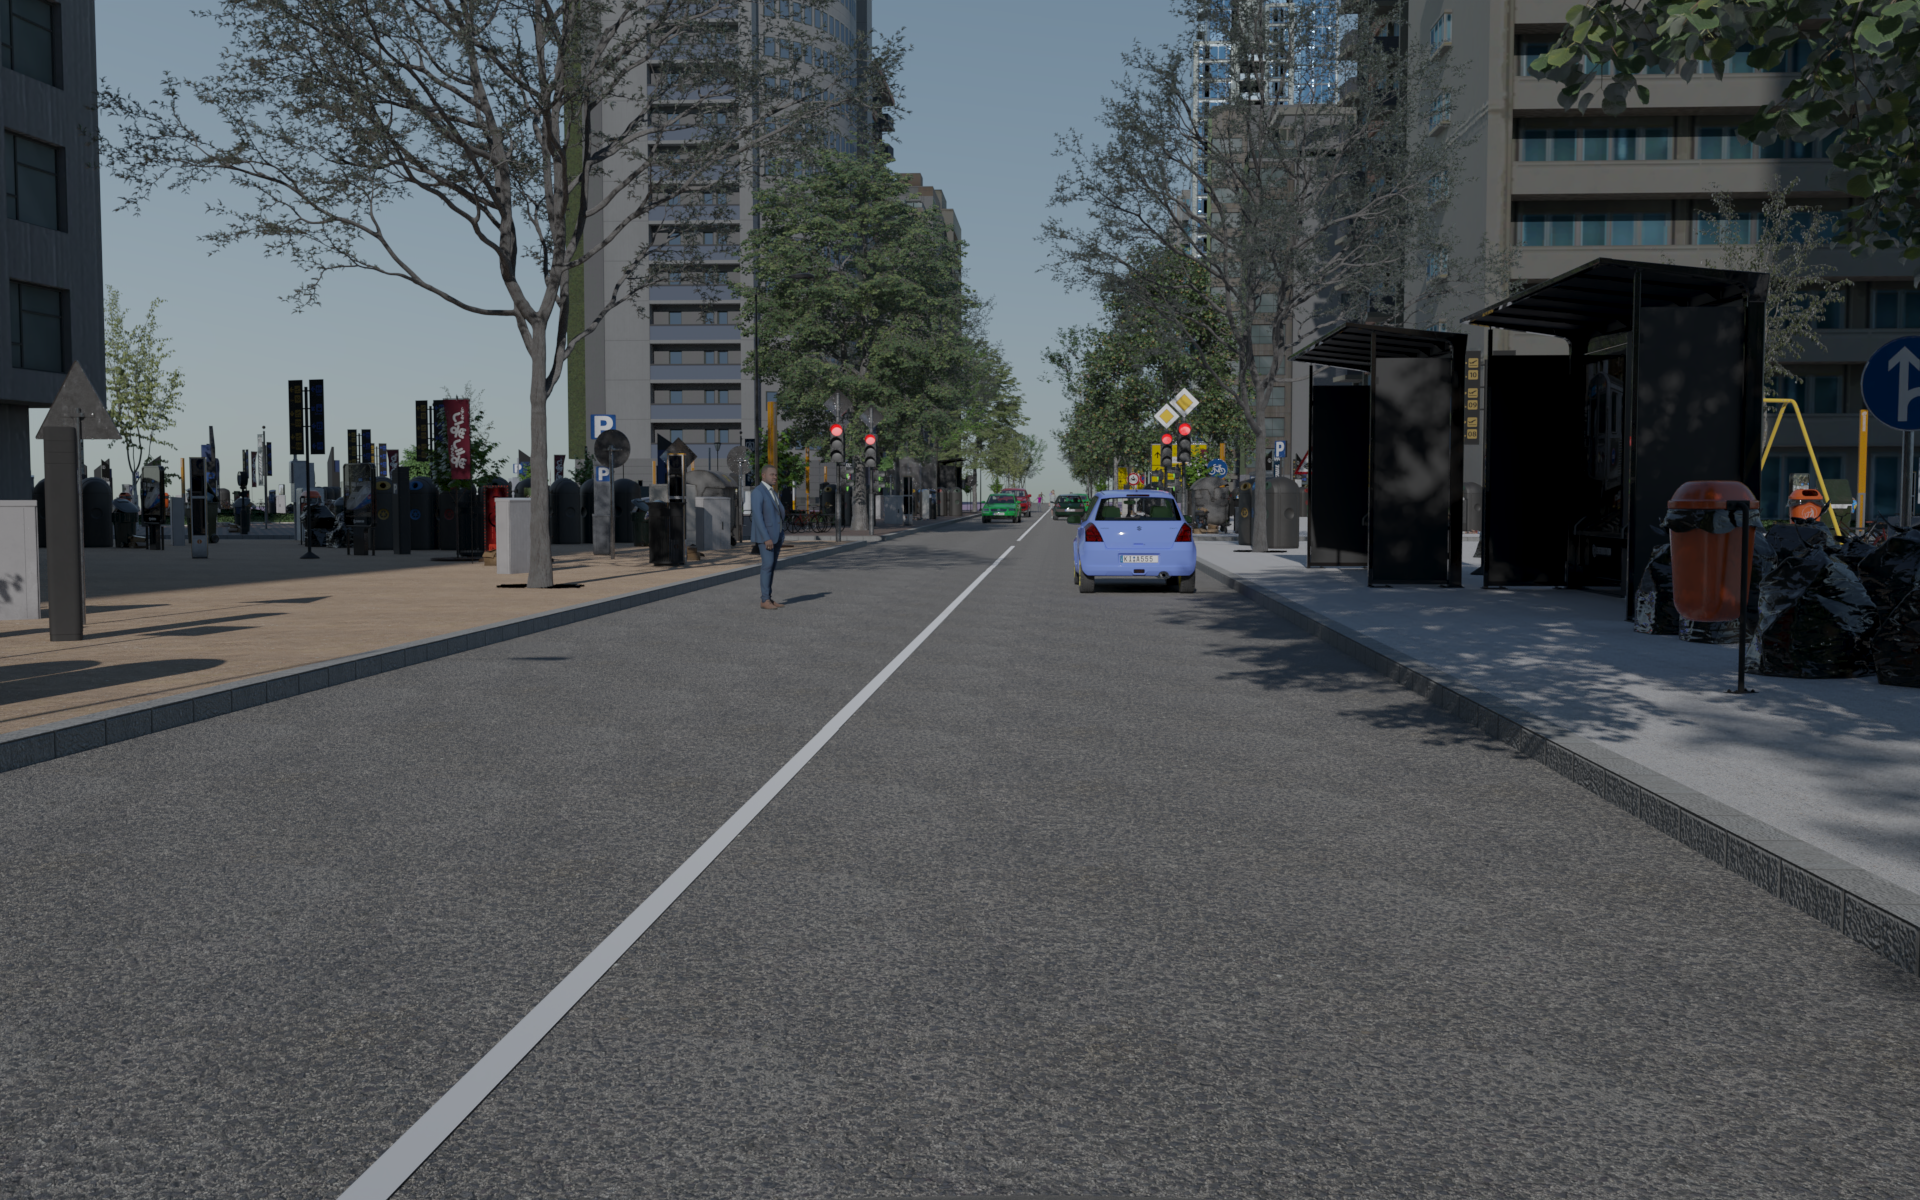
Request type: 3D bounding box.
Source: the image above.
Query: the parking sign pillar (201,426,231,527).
[{"bbox_3d":[-29.353,-4.847,67.727,1.447,3.967,1.447,-2,4,-26],"label":"parking sign pillar"}]

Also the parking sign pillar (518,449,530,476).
[{"bbox_3d":[-25.906,-7.093,104.439,1.447,3.967,1.447,-2,4,-31],"label":"parking sign pillar"}]

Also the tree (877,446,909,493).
[{"bbox_3d":[-4.092,-8.048,115.297,4.285,4.588,4.351,0,3,0],"label":"tree"}]

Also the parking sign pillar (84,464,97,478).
[{"bbox_3d":[-57.201,-7.562,112.107,1.447,3.967,1.447,0,4,3],"label":"parking sign pillar"}]

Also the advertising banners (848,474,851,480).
[{"bbox_3d":[-8.068,-7.203,113.963,2.074,3.025,0.090,1,4,20],"label":"advertising banners"}]

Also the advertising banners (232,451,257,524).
[{"bbox_3d":[-28.846,-4.511,69.948,0.090,3.025,2.074,0,4,5],"label":"advertising banners"}]

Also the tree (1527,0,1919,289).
[{"bbox_3d":[4.927,-6.062,5.764,9.857,13.997,8.962,0,3,0],"label":"tree"}]

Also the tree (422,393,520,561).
[{"bbox_3d":[-9.681,-2.362,33.225,1.663,3.219,1.824,0,3,0],"label":"tree"}]

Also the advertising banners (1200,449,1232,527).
[{"bbox_3d":[10.022,-4.384,67.872,0.090,3.025,2.074,3,5,44],"label":"advertising banners"}]

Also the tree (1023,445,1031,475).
[{"bbox_3d":[6.151,-15.550,204.604,4.737,8.622,4.395,0,3,0],"label":"tree"}]

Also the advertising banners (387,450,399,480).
[{"bbox_3d":[-21.322,-4.352,67.340,2.074,3.025,0.090,1,4,12],"label":"advertising banners"}]

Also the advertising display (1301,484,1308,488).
[{"bbox_3d":[22.867,-6.689,114.572,0.974,1.923,0.123,-1,4,-23],"label":"advertising display"}]

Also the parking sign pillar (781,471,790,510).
[{"bbox_3d":[-9.186,-6.014,86.800,1.447,3.967,1.447,-3,4,-36],"label":"parking sign pillar"}]

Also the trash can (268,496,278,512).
[{"bbox_3d":[-42.746,-5.862,107.491,0.748,1.137,0.748,0,3,0],"label":"trash can"}]

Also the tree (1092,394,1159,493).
[{"bbox_3d":[11.734,-9.996,113.789,4.360,8.622,3.978,0,3,0],"label":"tree"}]

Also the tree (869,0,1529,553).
[{"bbox_3d":[6.523,-7.781,37.597,12.009,13.543,11.850,0,3,0],"label":"tree"}]

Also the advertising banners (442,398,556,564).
[{"bbox_3d":[-8.418,-2.162,31.539,2.074,3.025,0.090,1,4,9],"label":"advertising banners"}]

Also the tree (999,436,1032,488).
[{"bbox_3d":[6.041,-16.528,220.589,4.360,8.622,3.978,0,3,0],"label":"tree"}]

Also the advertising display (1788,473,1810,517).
[{"bbox_3d":[26.104,-2.978,53.899,0.974,1.923,0.123,-2,4,-35],"label":"advertising display"}]

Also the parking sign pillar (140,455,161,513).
[{"bbox_3d":[-56.041,-8.044,119.991,1.447,3.967,1.447,3,5,45],"label":"parking sign pillar"}]

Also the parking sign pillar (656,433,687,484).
[{"bbox_3d":[-12.721,-5.381,76.456,1.447,3.967,1.447,0,4,2],"label":"parking sign pillar"}]

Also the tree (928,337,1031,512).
[{"bbox_3d":[1.489,-12.698,125.731,7.486,12.596,7.792,0,3,0],"label":"tree"}]

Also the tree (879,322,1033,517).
[{"bbox_3d":[-1.611,-10.606,99.166,9.928,11.665,9.643,0,3,0],"label":"tree"}]

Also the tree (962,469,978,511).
[{"bbox_3d":[0.690,-8.538,134.196,1.663,3.219,1.824,0,3,0],"label":"tree"}]

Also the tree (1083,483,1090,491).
[{"bbox_3d":[21.869,-20.458,284.854,4.360,8.622,3.978,0,3,0],"label":"tree"}]

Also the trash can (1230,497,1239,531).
[{"bbox_3d":[9.375,-2.798,57.402,0.748,1.137,0.748,0,3,0],"label":"trash can"}]

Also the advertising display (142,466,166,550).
[{"bbox_3d":[-18.485,-2.111,39.723,0.974,1.923,0.123,3,5,43],"label":"advertising display"}]

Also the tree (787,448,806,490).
[{"bbox_3d":[-12.173,-8.380,120.724,4.285,4.588,4.351,0,3,0],"label":"tree"}]

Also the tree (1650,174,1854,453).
[{"bbox_3d":[17.904,-5.447,39.415,4.360,8.622,3.978,0,3,0],"label":"tree"}]

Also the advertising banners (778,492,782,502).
[{"bbox_3d":[-4.968,-3.081,46.561,0.090,3.025,2.074,-1,4,-13],"label":"advertising banners"}]

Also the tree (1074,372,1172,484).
[{"bbox_3d":[11.827,-11.457,121.729,8.767,10.594,7.601,-1,4,-16],"label":"tree"}]

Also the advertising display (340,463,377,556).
[{"bbox_3d":[-12.549,-1.897,36.232,0.974,1.923,0.123,2,4,35],"label":"advertising display"}]

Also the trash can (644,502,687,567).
[{"bbox_3d":[-5.216,-1.167,30.742,0.748,1.137,0.748,0,3,0],"label":"trash can"}]

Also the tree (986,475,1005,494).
[{"bbox_3d":[3.717,-10.865,172.239,1.663,3.219,1.824,0,3,0],"label":"tree"}]

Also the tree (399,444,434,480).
[{"bbox_3d":[-31.896,-7.306,103.170,4.285,4.588,4.351,0,3,0],"label":"tree"}]

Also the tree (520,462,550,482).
[{"bbox_3d":[-22.338,-5.888,90.873,1.663,3.219,1.824,0,3,0],"label":"tree"}]

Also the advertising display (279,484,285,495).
[{"bbox_3d":[-44.246,-6.595,113.041,0.123,1.923,0.974,-3,4,-37],"label":"advertising display"}]

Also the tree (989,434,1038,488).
[{"bbox_3d":[7.239,-18.531,237.399,7.601,10.594,8.767,0,4,2],"label":"tree"}]

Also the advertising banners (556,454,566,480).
[{"bbox_3d":[-18.398,-4.899,76.282,2.074,3.025,0.090,-1,4,-17],"label":"advertising banners"}]

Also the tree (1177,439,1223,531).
[{"bbox_3d":[8.490,-4.073,61.203,1.663,3.219,1.824,0,3,0],"label":"tree"}]

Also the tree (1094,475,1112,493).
[{"bbox_3d":[13.857,-10.759,170.516,1.663,3.219,1.824,0,3,0],"label":"tree"}]

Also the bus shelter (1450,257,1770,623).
[{"bbox_3d":[7.387,-1.773,20.271,1.731,3.624,6.357,0,4,3],"label":"bus shelter"}]

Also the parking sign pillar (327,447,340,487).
[{"bbox_3d":[-35.805,-6.759,98.989,1.447,3.967,1.447,-2,4,-31],"label":"parking sign pillar"}]

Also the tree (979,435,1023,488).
[{"bbox_3d":[3.979,-14.706,190.797,4.737,8.622,4.395,0,3,0],"label":"tree"}]

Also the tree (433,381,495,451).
[{"bbox_3d":[-32.414,-9.927,112.664,4.360,8.622,3.978,0,3,0],"label":"tree"}]

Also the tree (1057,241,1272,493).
[{"bbox_3d":[9.040,-9.766,76.682,9.611,12.733,9.660,0,3,0],"label":"tree"}]

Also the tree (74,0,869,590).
[{"bbox_3d":[-5.735,-6.918,23.473,12.009,13.543,11.850,0,3,0],"label":"tree"}]

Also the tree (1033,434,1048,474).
[{"bbox_3d":[10.491,-22.172,288.259,9.928,11.665,9.643,0,3,0],"label":"tree"}]

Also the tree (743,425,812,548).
[{"bbox_3d":[-4.383,-2.878,41.654,1.663,3.219,1.824,0,3,0],"label":"tree"}]

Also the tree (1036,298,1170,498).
[{"bbox_3d":[12.984,-18.200,153.456,12.611,20.169,13.585,0,3,0],"label":"tree"}]

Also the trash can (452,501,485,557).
[{"bbox_3d":[-9.873,-1.428,35.007,0.748,1.137,0.748,0,3,0],"label":"trash can"}]

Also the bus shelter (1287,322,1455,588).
[{"bbox_3d":[6.302,-2.168,26.732,1.731,3.624,6.357,0,4,3],"label":"bus shelter"}]

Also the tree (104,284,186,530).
[{"bbox_3d":[-28.981,-6.743,60.607,4.737,8.622,4.395,0,3,0],"label":"tree"}]

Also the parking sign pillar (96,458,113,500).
[{"bbox_3d":[-64.978,-8.741,131.393,1.447,3.967,1.447,1,4,11],"label":"parking sign pillar"}]

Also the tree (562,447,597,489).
[{"bbox_3d":[-15.324,-4.696,71.377,1.663,3.219,1.824,0,3,0],"label":"tree"}]
